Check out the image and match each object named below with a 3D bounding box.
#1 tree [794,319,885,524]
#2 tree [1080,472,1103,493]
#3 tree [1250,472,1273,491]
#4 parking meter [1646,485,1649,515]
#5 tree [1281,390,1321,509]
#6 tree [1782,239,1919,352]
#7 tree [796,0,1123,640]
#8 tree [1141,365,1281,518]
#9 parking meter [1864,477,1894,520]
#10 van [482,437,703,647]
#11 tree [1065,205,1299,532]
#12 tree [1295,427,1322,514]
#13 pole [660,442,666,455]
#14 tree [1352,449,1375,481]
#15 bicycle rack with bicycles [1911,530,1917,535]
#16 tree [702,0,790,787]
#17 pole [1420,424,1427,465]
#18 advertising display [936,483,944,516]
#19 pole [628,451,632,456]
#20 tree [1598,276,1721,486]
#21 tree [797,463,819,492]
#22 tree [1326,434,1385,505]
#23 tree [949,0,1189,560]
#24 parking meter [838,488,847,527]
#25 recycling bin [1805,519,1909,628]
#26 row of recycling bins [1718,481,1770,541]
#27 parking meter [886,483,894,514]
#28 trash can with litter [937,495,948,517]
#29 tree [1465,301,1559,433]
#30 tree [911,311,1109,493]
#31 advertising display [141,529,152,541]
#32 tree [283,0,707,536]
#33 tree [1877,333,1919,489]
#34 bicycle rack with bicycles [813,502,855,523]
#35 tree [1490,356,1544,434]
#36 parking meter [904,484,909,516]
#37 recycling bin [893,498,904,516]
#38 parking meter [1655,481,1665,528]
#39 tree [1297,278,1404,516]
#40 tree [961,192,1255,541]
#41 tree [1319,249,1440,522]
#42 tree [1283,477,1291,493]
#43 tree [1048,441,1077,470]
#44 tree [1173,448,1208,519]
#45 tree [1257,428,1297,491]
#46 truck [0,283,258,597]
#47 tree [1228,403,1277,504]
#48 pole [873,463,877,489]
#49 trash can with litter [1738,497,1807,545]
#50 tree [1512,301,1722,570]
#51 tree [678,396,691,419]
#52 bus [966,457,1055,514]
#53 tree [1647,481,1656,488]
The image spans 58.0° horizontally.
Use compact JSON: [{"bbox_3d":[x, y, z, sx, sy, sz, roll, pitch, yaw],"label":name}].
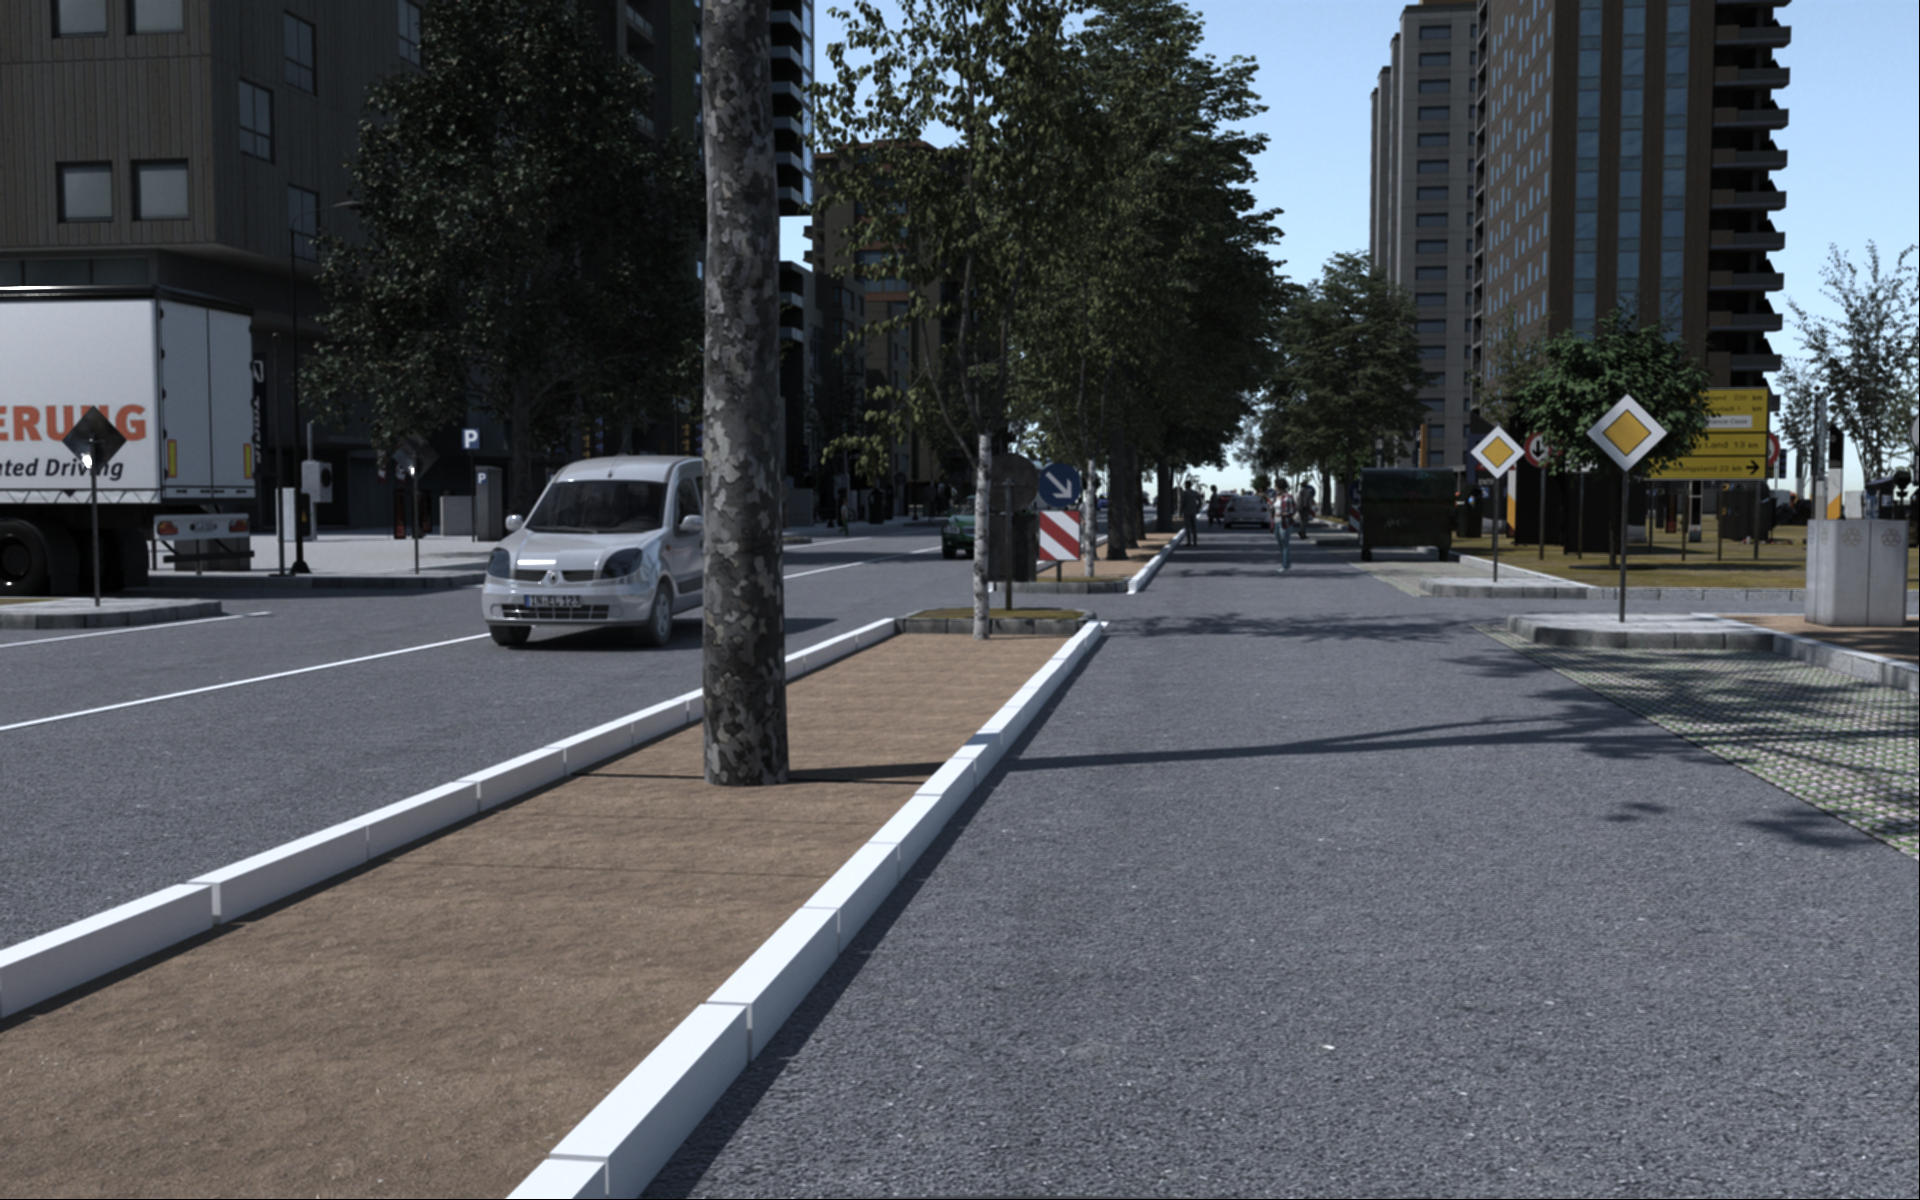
[{"bbox_3d":[-5.168,-7.522,73.341,4.360,8.622,3.978,0,3,0],"label":"tree"},{"bbox_3d":[16.151,-14.228,216.343,4.285,4.588,4.351,0,3,0],"label":"tree"},{"bbox_3d":[42.879,-16.031,245.816,4.285,4.588,4.351,0,3,0],"label":"tree"},{"bbox_3d":[38.316,-5.551,96.475,0.399,1.863,0.255,2,4,31],"label":"parking meter"},{"bbox_3d":[28.407,-12.857,144.627,7.601,10.594,8.767,1,4,19],"label":"tree"},{"bbox_3d":[25.739,-6.057,49.400,4.360,8.622,3.978,0,3,0],"label":"tree"},{"bbox_3d":[0.205,-3.922,16.948,4.737,8.622,4.395,0,3,0],"label":"tree"},{"bbox_3d":[8.853,-8.342,73.265,8.767,10.594,7.601,1,4,8],"label":"tree"},{"bbox_3d":[13.483,-1.041,25.432,0.372,1.533,0.369,0,3,0],"label":"parking meter"},{"bbox_3d":[-3.425,-0.649,17.624,2.013,2.044,4.112,0,4,7],"label":"van"},{"bbox_3d":[7.675,-9.499,64.428,9.857,13.997,8.962,0,3,0],"label":"tree"},{"bbox_3d":[23.248,-9.869,111.717,4.737,8.622,4.395,0,3,0],"label":"tree"},{"bbox_3d":[-11.545,-4.501,67.434,0.158,3.312,0.155,0,3,0],"label":"pole"},{"bbox_3d":[17.091,-4.822,73.435,1.663,3.219,1.824,0,3,0],"label":"tree"},{"bbox_3d":[30.990,-2.435,53.193,2.852,0.926,2.925,0,4,-7],"label":"bicycle rack with bicycles"},{"bbox_3d":[0.011,-9.092,6.993,12.611,20.169,13.585,0,3,0],"label":"tree"},{"bbox_3d":[13.548,-3.476,50.676,0.158,3.312,0.155,0,3,0],"label":"pole"},{"bbox_3d":[-1.106,-5.670,97.911,0.123,1.923,0.974,1,4,20],"label":"advertising display"},{"bbox_3d":[-15.707,-5.417,82.412,0.158,3.312,0.155,0,3,0],"label":"pole"},{"bbox_3d":[23.618,-6.673,59.463,4.360,8.622,3.978,0,3,0],"label":"tree"},{"bbox_3d":[-8.288,-6.031,93.203,1.663,3.219,1.824,0,3,0],"label":"tree"},{"bbox_3d":[20.133,-6.360,87.707,4.285,4.588,4.351,0,3,0],"label":"tree"},{"bbox_3d":[3.439,-7.111,36.857,7.486,12.596,7.792,0,3,0],"label":"tree"},{"bbox_3d":[-4.656,-3.676,68.506,0.372,1.533,0.369,0,3,0],"label":"parking meter"},{"bbox_3d":[8.778,-0.270,16.971,0.722,1.027,0.722,1,4,8],"label":"recycling bin"},{"bbox_3d":[21.934,-2.525,48.396,1.069,1.692,3.534,1,4,16],"label":"row of recycling bins"},{"bbox_3d":[-3.836,-5.477,95.266,0.399,1.863,0.255,0,4,8],"label":"parking meter"},{"bbox_3d":[-1.377,-5.193,95.970,2.233,1.210,1.678,-1,4,-15],"label":"trash can with litter"},{"bbox_3d":[21.216,-7.029,65.292,4.737,8.622,4.395,0,3,0],"label":"tree"},{"bbox_3d":[1.570,-12.455,114.004,12.009,13.543,11.850,0,3,0],"label":"tree"},{"bbox_3d":[-22.270,-2.585,47.484,0.974,1.923,0.123,-1,4,-13],"label":"advertising display"},{"bbox_3d":[-9.249,-7.317,36.643,9.611,12.733,9.660,0,3,0],"label":"tree"},{"bbox_3d":[42.290,-7.670,75.762,4.737,8.622,4.395,0,3,0],"label":"tree"},{"bbox_3d":[-5.880,-3.870,76.661,2.925,0.926,2.852,-1,4,-14],"label":"bicycle rack with bicycles"},{"bbox_3d":[29.891,-8.616,91.240,4.360,8.622,3.978,0,3,0],"label":"tree"},{"bbox_3d":[-3.118,-5.788,100.340,0.255,1.863,0.399,-1,4,-8],"label":"parking meter"},{"bbox_3d":[-3.495,-5.417,101.122,0.722,1.027,0.722,-1,4,-11],"label":"recycling bin"},{"bbox_3d":[26.210,-3.615,64.816,0.255,1.863,0.399,1,4,12],"label":"parking meter"},{"bbox_3d":[21.609,-11.923,101.595,9.857,13.997,8.962,0,3,0],"label":"tree"},{"bbox_3d":[5.434,-7.640,53.130,9.928,11.665,9.643,0,3,0],"label":"tree"},{"bbox_3d":[18.565,-9.945,80.728,7.486,12.596,7.792,0,3,0],"label":"tree"},{"bbox_3d":[35.711,-11.998,190.773,1.663,3.219,1.824,0,3,0],"label":"tree"},{"bbox_3d":[10.558,-13.918,177.914,4.360,8.622,3.978,0,3,0],"label":"tree"},{"bbox_3d":[12.542,-8.926,98.760,4.360,8.622,3.978,0,3,0],"label":"tree"},{"bbox_3d":[31.382,-13.450,170.266,4.360,8.622,3.978,0,3,0],"label":"tree"},{"bbox_3d":[-16.027,-2.206,24.986,11.283,4.237,2.839,0,4,8],"label":"truck"},{"bbox_3d":[39.684,-19.203,224.335,12.009,13.543,11.850,0,3,0],"label":"tree"},{"bbox_3d":[-4.877,-6.451,99.320,0.158,3.312,0.155,0,3,0],"label":"pole"},{"bbox_3d":[20.977,-2.036,44.353,2.233,1.210,1.678,1,4,10],"label":"trash can with litter"},{"bbox_3d":[11.252,-2.818,29.786,4.285,4.588,4.351,0,3,0],"label":"tree"},{"bbox_3d":[-7.381,-6.472,56.186,4.737,8.622,4.395,0,3,0],"label":"tree"},{"bbox_3d":[2.607,-5.331,82.025,2.948,3.499,13.247,1,4,9],"label":"bus"},{"bbox_3d":[31.753,-8.041,81.828,4.737,8.622,4.395,0,3,0],"label":"tree"}]
